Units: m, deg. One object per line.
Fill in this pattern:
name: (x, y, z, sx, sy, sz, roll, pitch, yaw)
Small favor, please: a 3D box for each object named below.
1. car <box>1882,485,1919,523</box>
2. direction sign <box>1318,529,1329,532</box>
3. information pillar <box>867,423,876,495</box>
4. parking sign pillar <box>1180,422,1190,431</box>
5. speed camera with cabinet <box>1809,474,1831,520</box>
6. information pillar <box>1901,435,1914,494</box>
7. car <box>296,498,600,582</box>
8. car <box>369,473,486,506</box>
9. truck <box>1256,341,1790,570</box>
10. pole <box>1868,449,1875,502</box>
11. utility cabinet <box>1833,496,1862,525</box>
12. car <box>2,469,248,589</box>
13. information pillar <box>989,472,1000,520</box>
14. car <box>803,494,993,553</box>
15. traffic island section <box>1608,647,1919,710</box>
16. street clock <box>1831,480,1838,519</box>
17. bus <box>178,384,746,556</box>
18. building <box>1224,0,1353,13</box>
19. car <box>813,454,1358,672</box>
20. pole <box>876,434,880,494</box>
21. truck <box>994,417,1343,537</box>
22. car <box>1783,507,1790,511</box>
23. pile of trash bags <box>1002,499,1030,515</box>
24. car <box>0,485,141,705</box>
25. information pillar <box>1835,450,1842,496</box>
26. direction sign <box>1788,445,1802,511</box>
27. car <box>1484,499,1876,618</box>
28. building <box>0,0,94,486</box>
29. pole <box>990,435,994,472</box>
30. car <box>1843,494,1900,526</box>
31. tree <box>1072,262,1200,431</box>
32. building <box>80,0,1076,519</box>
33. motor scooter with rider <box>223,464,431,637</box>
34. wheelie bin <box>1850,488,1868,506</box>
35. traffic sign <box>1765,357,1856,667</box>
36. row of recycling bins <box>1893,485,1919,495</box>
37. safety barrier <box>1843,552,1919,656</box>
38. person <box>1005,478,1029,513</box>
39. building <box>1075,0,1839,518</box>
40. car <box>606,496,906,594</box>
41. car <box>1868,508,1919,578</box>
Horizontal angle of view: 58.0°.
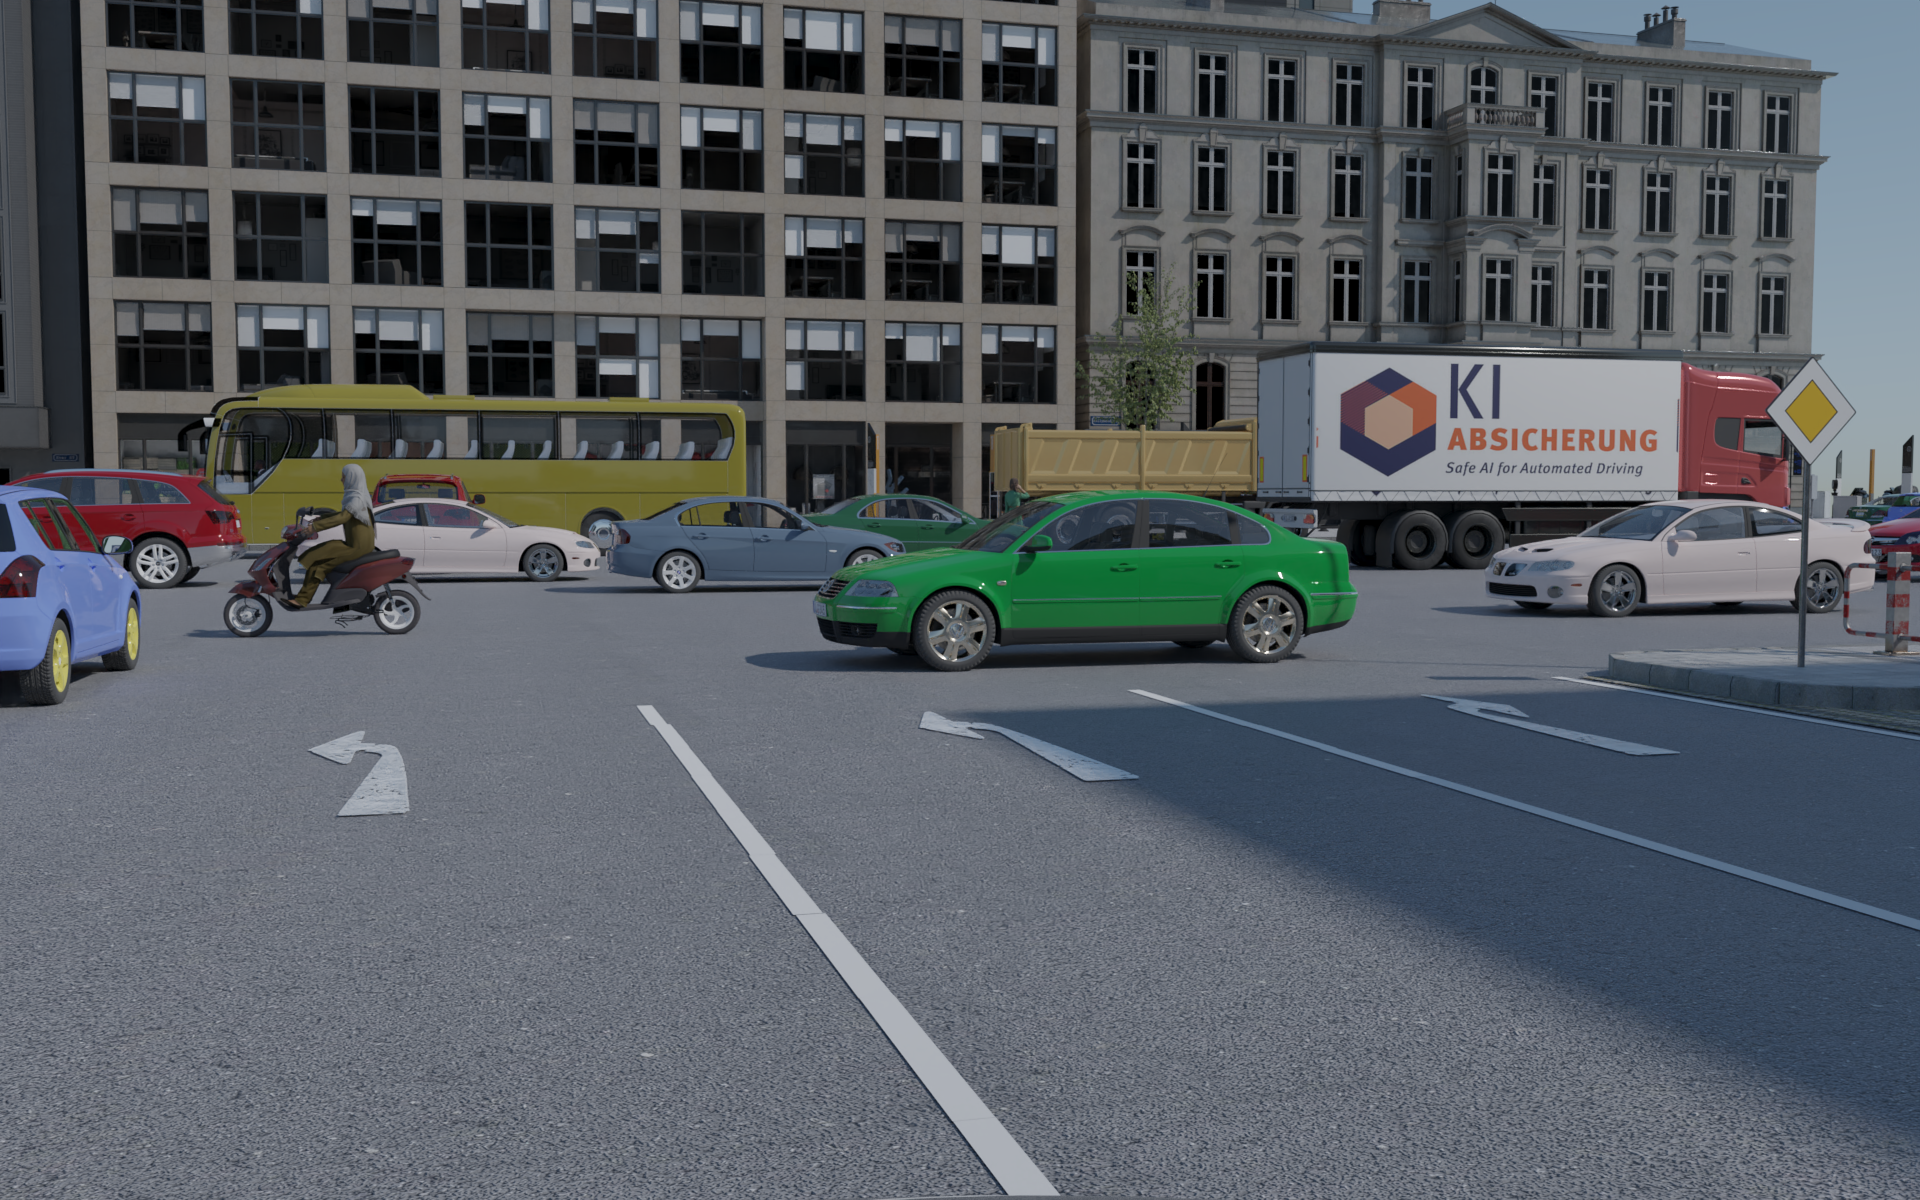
car: (29.671, -2.592, 51.969, 3.694, 1.707, 1.945, -1, 4, -15)
direction sign: (12.471, -4.117, 59.308, 0.379, 3.537, 0.876, 1, 4, 22)
information pillar: (-2.887, -3.990, 56.590, 0.183, 3.616, 0.504, -2, 4, -30)
parking sign pillar: (8.838, -4.701, 65.328, 1.447, 3.967, 1.447, 3, 5, 41)
speed camera with cabinet: (44.968, -5.953, 91.666, 0.660, 3.252, 2.038, -2, 4, -32)
information pillar: (37.552, -4.728, 68.651, 0.183, 3.616, 0.504, -1, 4, -16)
car: (-8.419, -0.997, 28.656, 4.827, 1.381, 2.083, -1, 4, -14)
car: (-10.179, -1.479, 32.855, 2.281, 1.827, 5.304, -1, 4, -15)
truck: (11.537, -2.776, 34.308, 11.283, 4.237, 2.839, -1, 4, -15)
pole: (41.326, -5.179, 78.525, 0.158, 3.312, 0.155, 0, 3, 0)
utility cabinet: (33.832, -3.357, 66.048, 0.306, 1.237, 1.020, -2, 4, -26)
car: (-13.801, -1.094, 26.553, 5.304, 1.827, 2.281, -1, 4, -17)
information pillar: (1.131, -3.189, 56.629, 0.304, 2.012, 0.304, 1, 4, 10)
car: (-0.835, -1.248, 32.209, 4.920, 1.459, 2.131, -1, 4, -15)
traffic island section: (6.251, 0.577, 12.854, 2.009, 0.180, 2.903, -1, 4, -16)
street clock: (44.031, -5.054, 87.204, 0.358, 2.002, 0.471, 1, 4, 18)
bus: (-11.205, -2.967, 40.064, 12.252, 3.916, 2.896, -1, 4, -15)
building: (21.118, -43.896, 155.954, 20.611, 71.187, 20.563, -1, 4, -16)
car: (1.080, -0.384, 15.077, 4.718, 1.807, 1.959, -1, 4, -15)
pole: (-2.859, -3.999, 59.221, 0.158, 3.312, 0.155, 0, 3, 0)
truck: (5.885, -2.942, 44.020, 9.791, 3.379, 3.469, -1, 4, -14)
car: (24.003, -2.712, 53.925, 3.694, 1.707, 1.945, -1, 4, -16)
pile of trash bags: (2.882, -2.544, 51.350, 3.447, 1.369, 1.912, 0, 4, -4)
car: (-7.258, -0.198, 12.823, 1.945, 1.707, 3.694, -1, 4, -15)
information pillar: (46.753, -6.166, 92.169, 0.504, 3.616, 0.183, -2, 4, -35)
direction sign: (34.871, -4.937, 72.722, 0.876, 3.537, 0.379, 3, 5, 44)
car: (8.810, -0.544, 21.263, 4.827, 1.381, 2.083, -1, 4, -14)
building: (-42.239, -16.262, 59.397, 24.014, 27.812, 14.314, -1, 4, -16)
pole: (1.140, -4.009, 59.383, 0.158, 3.312, 0.155, 0, 3, 0)
car: (30.400, -2.626, 54.732, 4.920, 1.459, 2.131, -1, 4, -14)
tree: (5.893, -6.420, 55.322, 4.737, 8.622, 4.395, 0, 3, 0)
building: (-14.590, -16.232, 69.905, 34.151, 26.468, 19.350, -1, 4, -16)
motor scooter with rider: (-6.393, -0.523, 17.510, 1.986, 1.779, 0.876, -1, 4, -15)
wheelie bin: (43.585, -4.652, 83.976, 0.980, 1.594, 0.693, -2, 4, -28)
traffic sign: (6.230, -0.558, 12.771, 0.795, 2.450, 0.064, -1, 4, -16)
row of recycling bins: (40.485, -4.101, 74.172, 1.069, 1.692, 3.534, 2, 4, 28)
safety barrier: (7.479, 0.028, 13.810, 0.300, 0.817, 1.120, -1, 4, -16)
person: (1.206, -1.856, 39.092, 0.600, 1.795, 0.529, 3, 4, 38)
building: (19.926, -15.734, 76.333, 34.723, 24.649, 14.460, -1, 4, -16)
car: (-3.018, -0.856, 25.994, 4.499, 1.417, 2.014, -1, 4, -14)
car: (17.089, -1.222, 29.012, 4.494, 1.783, 2.155, -1, 4, -14)
